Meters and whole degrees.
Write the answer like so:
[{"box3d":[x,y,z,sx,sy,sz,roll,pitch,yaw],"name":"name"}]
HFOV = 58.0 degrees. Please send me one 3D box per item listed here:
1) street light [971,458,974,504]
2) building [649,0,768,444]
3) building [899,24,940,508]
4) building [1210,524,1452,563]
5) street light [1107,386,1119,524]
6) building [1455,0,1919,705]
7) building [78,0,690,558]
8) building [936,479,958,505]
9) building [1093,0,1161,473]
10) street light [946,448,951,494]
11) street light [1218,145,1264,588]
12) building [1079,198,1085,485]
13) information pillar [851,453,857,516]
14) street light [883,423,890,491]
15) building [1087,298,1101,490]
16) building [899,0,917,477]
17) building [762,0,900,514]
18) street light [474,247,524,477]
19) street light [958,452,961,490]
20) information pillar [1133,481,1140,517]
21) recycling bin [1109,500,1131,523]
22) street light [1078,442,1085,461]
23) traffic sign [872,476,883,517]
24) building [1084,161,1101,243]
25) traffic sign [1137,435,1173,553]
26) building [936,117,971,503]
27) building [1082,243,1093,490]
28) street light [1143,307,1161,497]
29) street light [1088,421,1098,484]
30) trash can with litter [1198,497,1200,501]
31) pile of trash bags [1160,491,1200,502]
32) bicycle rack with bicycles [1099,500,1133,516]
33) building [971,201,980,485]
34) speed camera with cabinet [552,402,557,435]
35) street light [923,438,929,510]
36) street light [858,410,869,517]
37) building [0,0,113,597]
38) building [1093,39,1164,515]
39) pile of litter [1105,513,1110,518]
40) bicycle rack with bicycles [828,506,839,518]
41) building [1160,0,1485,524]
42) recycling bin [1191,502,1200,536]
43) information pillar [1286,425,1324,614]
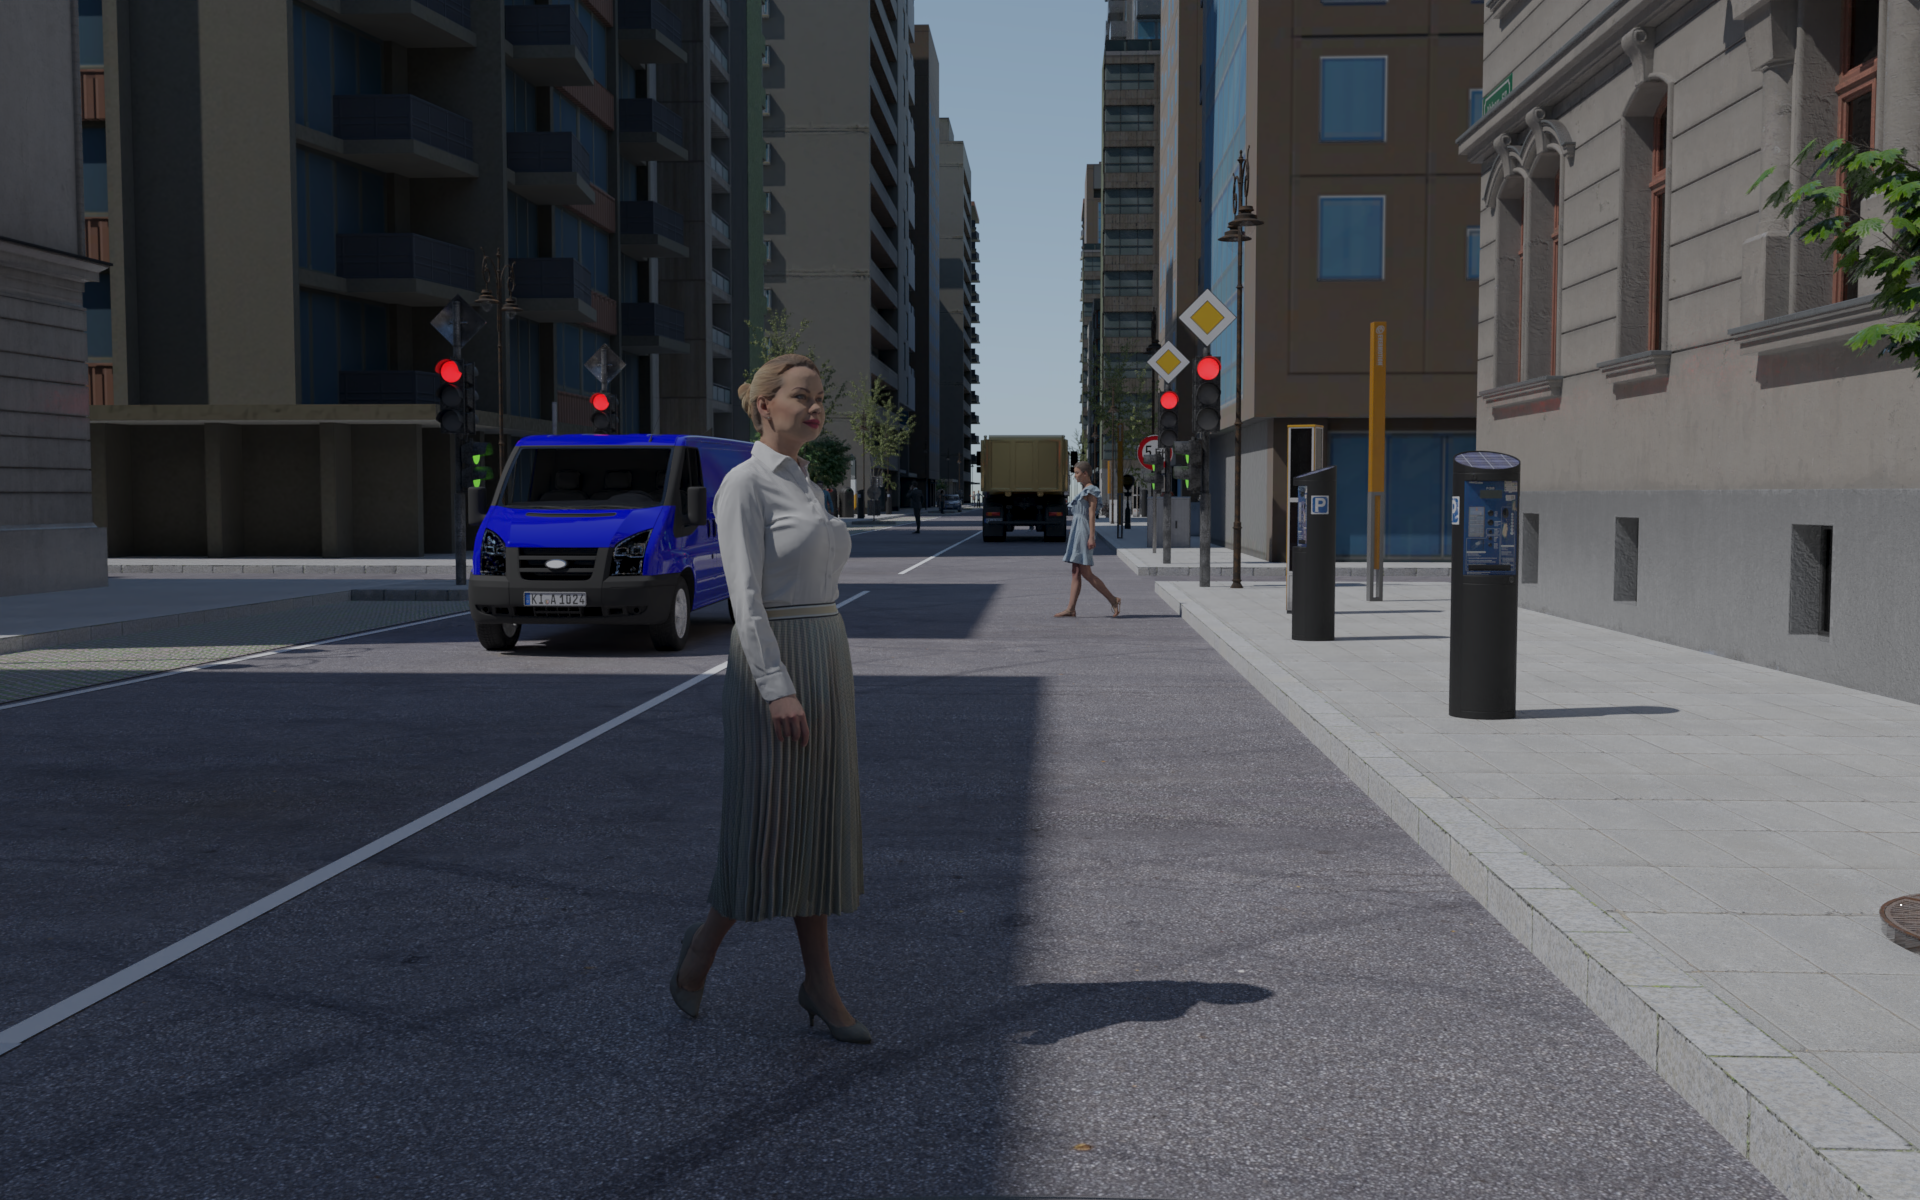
[{"box3d":[1.623,-15.367,224.033,0.468,5.910,1.993,0,4,3],"name":"street light"},{"box3d":[-16.913,-24.160,78.617,14.154,41.232,14.086,0,4,3],"name":"building"},{"box3d":[-9.301,-31.422,163.867,14.600,45.320,14.200,0,4,3],"name":"building"},{"box3d":[12.885,-23.677,37.233,14.200,45.320,14.600,0,4,3],"name":"building"},{"box3d":[6.564,-6.211,74.339,0.468,5.910,1.993,0,4,3],"name":"street light"},{"box3d":[12.066,-13.611,9.924,14.401,28.519,23.554,0,4,3],"name":"building"},{"box3d":[-19.955,-23.995,46.937,22.147,44.769,28.867,0,4,3],"name":"building"},{"box3d":[-16.620,-31.346,204.392,32.217,40.220,23.993,0,4,3],"name":"building"},{"box3d":[22.601,-31.554,135.512,23.786,49.044,30.456,0,4,3],"name":"building"},{"box3d":[-1.168,-12.184,171.990,0.468,5.910,1.993,0,4,3],"name":"street light"},{"box3d":[3.773,-3.097,23.431,0.468,5.910,1.993,0,4,3],"name":"street light"},{"box3d":[28.452,-36.443,250.474,22.147,44.769,28.867,0,4,3],"name":"building"},{"box3d":[-6.109,-6.607,99.376,0.183,3.616,0.504,-2,4,-35],"name":"information pillar"},{"box3d":[-4.534,-8.339,109.133,0.468,5.910,1.993,0,4,3],"name":"street light"},{"box3d":[26.393,-19.681,166.818,27.650,21.520,28.899,0,4,3],"name":"building"},{"box3d":[-17.964,-33.885,143.266,28.713,52.752,27.495,0,4,3],"name":"building"},{"box3d":[-15.733,-30.277,118.734,21.300,48.544,21.600,0,4,3],"name":"building"},{"box3d":[-8.661,-3.664,32.687,0.468,5.910,1.993,0,4,3],"name":"street light"},{"box3d":[-0.066,-13.441,192.547,0.468,5.910,1.993,0,4,3],"name":"street light"},{"box3d":[9.901,-5.669,97.180,0.304,2.012,0.304,3,4,38],"name":"information pillar"},{"box3d":[7.068,-3.905,76.403,0.722,1.027,0.722,-2,4,-25],"name":"recycling bin"},{"box3d":[10.764,-10.931,151.508,0.468,5.910,1.993,0,4,3],"name":"street light"},{"box3d":[-4.692,-5.890,98.437,0.606,2.300,0.079,0,4,8],"name":"traffic sign"},{"box3d":[23.420,-35.392,228.777,14.600,45.320,14.200,0,4,3],"name":"building"},{"box3d":[4.212,-2.283,37.436,0.768,2.556,0.104,1,4,11],"name":"traffic sign"},{"box3d":[-9.661,-36.896,226.953,21.300,48.544,21.600,0,4,3],"name":"building"},{"box3d":[21.112,-26.214,200.292,14.160,30.474,14.107,0,4,3],"name":"building"},{"box3d":[4.785,-4.289,42.910,0.468,5.910,1.993,0,4,3],"name":"street light"},{"box3d":[8.278,-8.163,106.261,0.468,5.910,1.993,0,4,3],"name":"street light"},{"box3d":[10.998,-3.981,76.155,2.233,1.210,1.678,2,4,34],"name":"trash can with litter"},{"box3d":[7.248,-2.884,56.912,1.912,1.369,3.447,1,4,23],"name":"pile of trash bags"},{"box3d":[9.344,-5.507,103.422,2.925,0.926,2.852,-1,4,-8],"name":"bicycle rack with bicycles"},{"box3d":[-8.426,-36.551,252.225,22.147,44.769,28.867,0,4,3],"name":"building"},{"box3d":[-8.488,-2.589,36.661,0.660,3.252,2.038,0,4,-4],"name":"speed camera with cabinet"},{"box3d":[-2.772,-10.264,140.596,0.468,5.910,1.993,0,4,3],"name":"street light"},{"box3d":[-5.298,-7.503,95.467,0.468,5.910,1.993,0,4,3],"name":"street light"},{"box3d":[-21.112,-9.455,19.217,19.286,19.102,10.561,0,4,3],"name":"building"},{"box3d":[16.223,-20.918,113.713,14.160,30.474,14.107,0,4,3],"name":"building"},{"box3d":[8.350,-4.885,93.836,1.176,0.858,1.719,2,4,30],"name":"pile of litter"},{"box3d":[-8.364,-5.365,101.097,2.852,0.926,2.925,-3,5,-41],"name":"bicycle rack with bicycles"},{"box3d":[17.659,-26.841,88.966,14.600,45.320,14.200,0,4,3],"name":"building"},{"box3d":[7.098,-2.471,52.958,0.722,1.027,0.722,2,4,25],"name":"recycling bin"},{"box3d":[3.689,-0.860,18.545,0.304,2.012,0.304,2,4,28],"name":"information pillar"}]
